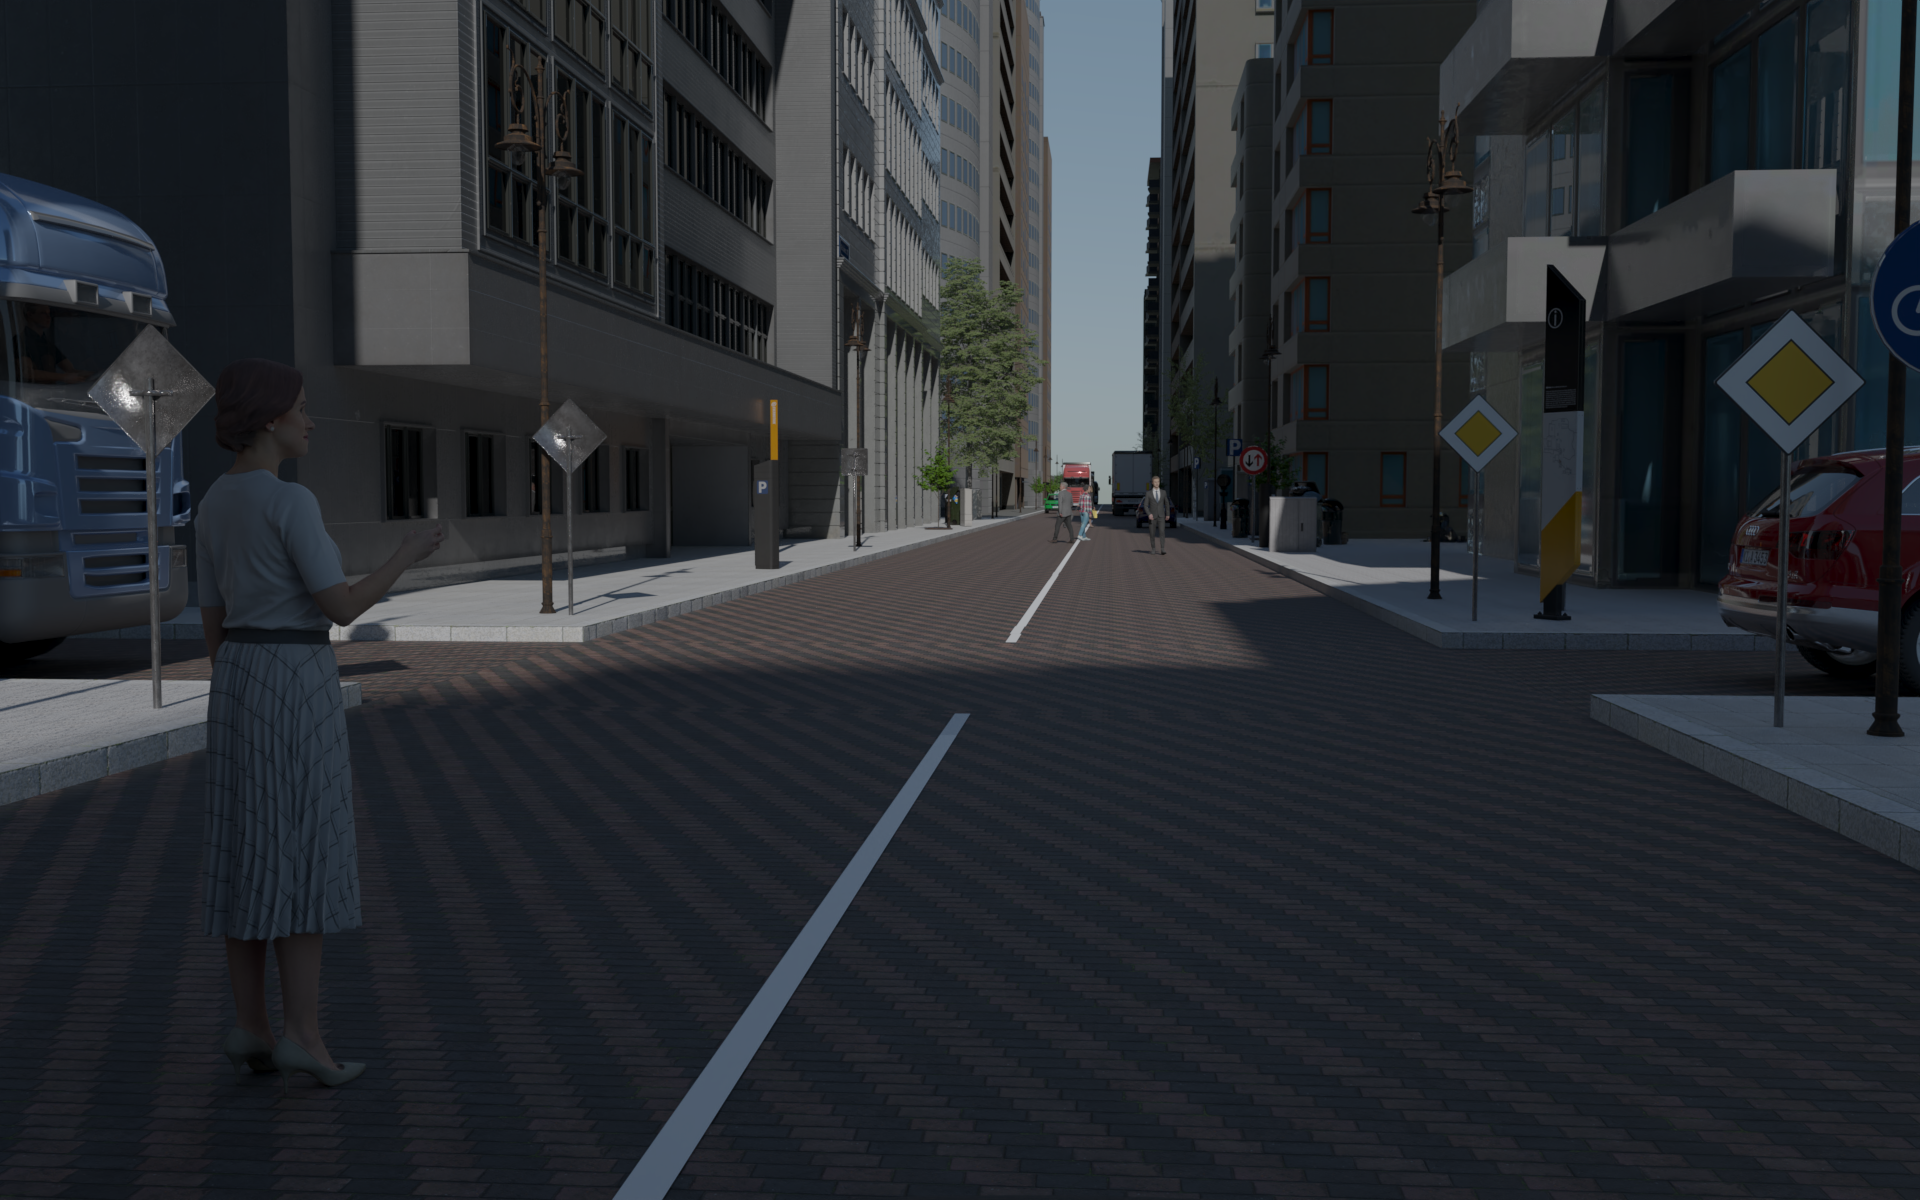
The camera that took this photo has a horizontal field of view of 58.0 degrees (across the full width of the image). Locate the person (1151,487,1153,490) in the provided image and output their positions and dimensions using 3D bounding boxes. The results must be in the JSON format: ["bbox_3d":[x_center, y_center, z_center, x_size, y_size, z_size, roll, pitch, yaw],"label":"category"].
[{"bbox_3d":[9.964,-4.924,89.341,0.374,1.781,0.599,1,4,13],"label":"person"}]

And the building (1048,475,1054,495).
[{"bbox_3d":[2.229,-48.399,229.571,20.563,71.187,20.611,0,4,5],"label":"building"}]

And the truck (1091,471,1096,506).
[{"bbox_3d":[15.382,-13.799,214.524,2.839,4.237,11.283,0,4,3],"label":"truck"}]

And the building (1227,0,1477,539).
[{"bbox_3d":[24.667,-13.294,62.391,27.650,21.520,28.899,0,4,5],"label":"building"}]

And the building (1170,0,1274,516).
[{"bbox_3d":[26.632,-30.789,127.100,21.300,48.544,21.600,0,4,5],"label":"building"}]

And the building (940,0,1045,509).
[{"bbox_3d":[-1.819,-39.732,191.623,21.231,58.520,28.212,0,4,5],"label":"building"}]

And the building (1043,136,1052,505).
[{"bbox_3d":[4.092,-34.413,212.762,14.600,45.320,14.200,0,4,5],"label":"building"}]

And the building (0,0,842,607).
[{"bbox_3d":[-11.613,-13.150,34.065,14.314,24.678,30.058,0,4,5],"label":"building"}]

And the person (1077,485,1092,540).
[{"bbox_3d":[3.853,-2.713,53.689,0.643,1.720,0.563,-2,4,-24],"label":"person"}]

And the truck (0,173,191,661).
[{"bbox_3d":[-15.272,-1.497,14.239,18.799,4.110,2.967,0,4,4],"label":"truck"}]

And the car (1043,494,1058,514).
[{"bbox_3d":[7.199,-7.326,128.580,1.959,1.807,4.718,0,4,5],"label":"car"}]

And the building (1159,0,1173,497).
[{"bbox_3d":[32.734,-39.749,191.896,21.231,58.520,28.212,0,4,5],"label":"building"}]

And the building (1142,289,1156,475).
[{"bbox_3d":[32.648,-28.821,242.916,14.160,30.474,14.107,0,4,5],"label":"building"}]

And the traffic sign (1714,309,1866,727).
[{"bbox_3d":[4.508,-0.357,9.481,0.795,2.450,0.064,0,4,5],"label":"traffic sign"}]

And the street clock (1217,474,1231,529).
[{"bbox_3d":[9.574,-3.567,62.883,0.471,2.002,0.358,3,4,38],"label":"street clock"}]

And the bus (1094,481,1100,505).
[{"bbox_3d":[17.816,-14.915,238.712,2.948,3.499,13.247,0,4,5],"label":"bus"}]

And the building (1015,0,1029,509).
[{"bbox_3d":[-1.244,-30.610,150.583,14.600,45.320,14.200,0,4,5],"label":"building"}]

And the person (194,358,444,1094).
[{"bbox_3d":[-1.592,0.295,4.249,0.480,1.755,0.524,2,4,30],"label":"person"}]

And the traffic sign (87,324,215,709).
[{"bbox_3d":[-4.800,-0.407,10.303,0.795,2.450,0.064,0,4,5],"label":"traffic sign"}]

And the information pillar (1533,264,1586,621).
[{"bbox_3d":[6.093,-1.601,17.534,0.183,3.616,0.504,-2,4,-24],"label":"information pillar"}]

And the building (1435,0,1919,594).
[{"bbox_3d":[22.897,-24.816,25.351,30.456,49.044,23.786,0,4,5],"label":"building"}]

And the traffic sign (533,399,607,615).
[{"bbox_3d":[-4.112,-0.894,18.259,0.795,2.450,0.064,0,4,5],"label":"traffic sign"}]

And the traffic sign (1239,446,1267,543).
[{"bbox_3d":[7.757,-2.794,45.781,0.768,2.556,0.104,1,4,14],"label":"traffic sign"}]

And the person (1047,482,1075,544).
[{"bbox_3d":[2.965,-2.537,50.371,0.834,1.777,0.661,2,4,34],"label":"person"}]

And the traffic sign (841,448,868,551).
[{"bbox_3d":[-2.357,-2.237,38.703,0.606,2.300,0.079,1,4,10],"label":"traffic sign"}]

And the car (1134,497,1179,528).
[{"bbox_3d":[8.443,-3.788,74.517,1.945,1.354,3.894,0,4,6],"label":"car"}]

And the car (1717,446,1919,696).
[{"bbox_3d":[8.423,-0.243,12.644,5.304,1.827,2.281,0,4,5],"label":"car"}]

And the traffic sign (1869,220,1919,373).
[{"bbox_3d":[4.472,-0.472,7.817,0.768,2.556,0.104,1,4,9],"label":"traffic sign"}]

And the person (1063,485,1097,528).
[{"bbox_3d":[5.117,-3.980,73.790,1.509,1.804,0.699,-1,4,-8],"label":"person"}]

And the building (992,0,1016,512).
[{"bbox_3d":[-6.984,-31.112,132.389,21.300,48.544,21.600,0,4,5],"label":"building"}]

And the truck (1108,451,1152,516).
[{"bbox_3d":[11.528,-7.837,117.041,2.839,4.237,11.283,0,4,4],"label":"truck"}]

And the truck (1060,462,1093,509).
[{"bbox_3d":[10.479,-10.160,155.030,2.839,4.237,11.283,0,4,4],"label":"truck"}]

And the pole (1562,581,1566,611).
[{"bbox_3d":[6.592,-1.539,19.009,0.158,3.312,0.155,0,3,0],"label":"pole"}]

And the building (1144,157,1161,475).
[{"bbox_3d":[34.797,-34.627,220.768,22.147,44.769,28.867,0,4,5],"label":"building"}]

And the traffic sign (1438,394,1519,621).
[{"bbox_3d":[5.196,-0.844,17.436,0.795,2.450,0.064,0,4,5],"label":"traffic sign"}]

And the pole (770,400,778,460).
[{"bbox_3d":[-4.033,-2.678,37.633,0.158,3.312,0.155,0,3,0],"label":"pole"}]

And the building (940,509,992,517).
[{"bbox_3d":[-9.372,-34.577,107.338,21.231,58.520,28.212,0,4,5],"label":"building"}]

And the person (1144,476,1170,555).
[{"bbox_3d":[4.668,-1.993,40.856,0.659,1.850,0.755,0,4,-3],"label":"person"}]

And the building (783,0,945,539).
[{"bbox_3d":[-7.515,-17.495,63.543,11.434,29.767,29.804,0,4,5],"label":"building"}]
